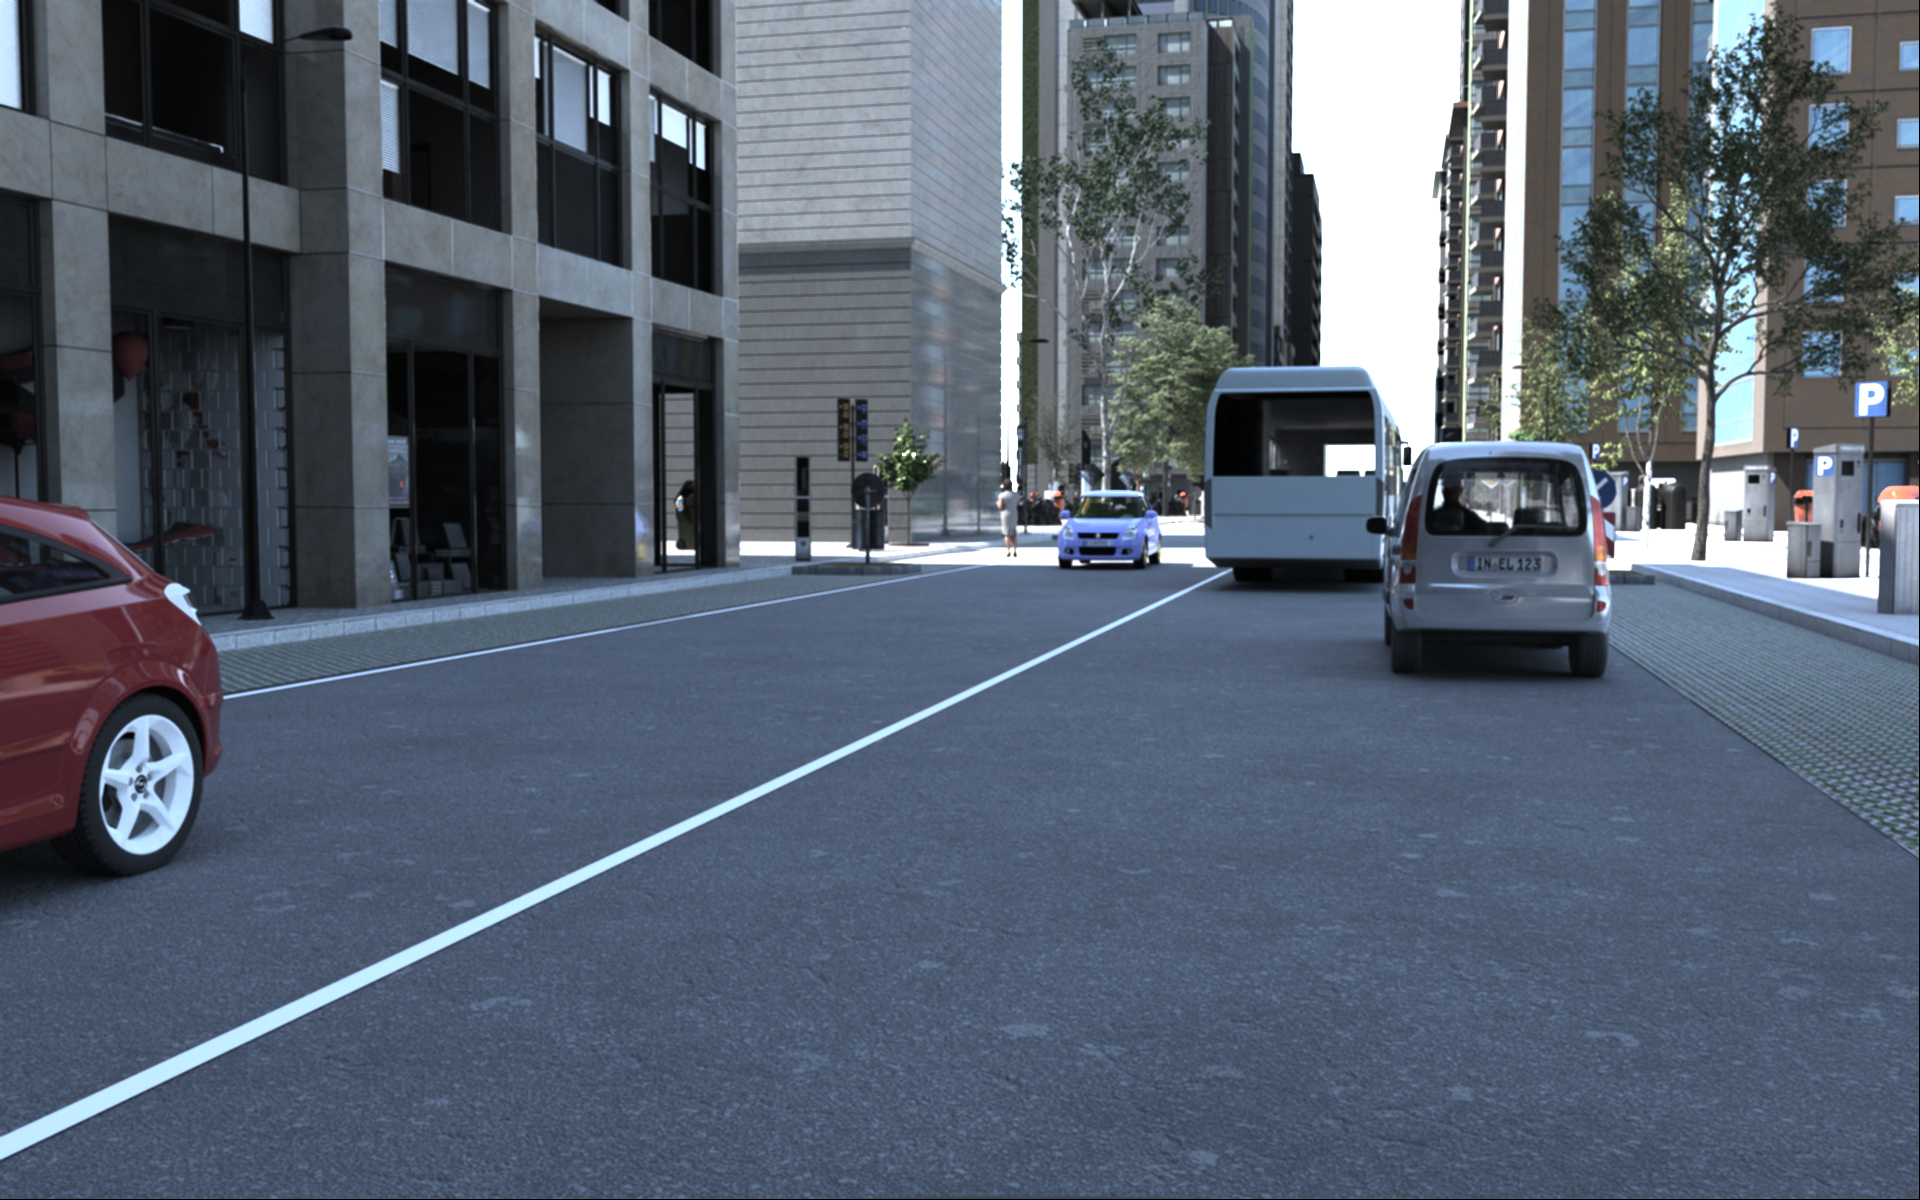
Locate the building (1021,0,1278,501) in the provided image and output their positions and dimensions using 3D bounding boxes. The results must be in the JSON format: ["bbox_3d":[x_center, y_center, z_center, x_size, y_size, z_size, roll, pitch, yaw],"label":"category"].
[{"bbox_3d":[18.655,-38.158,165.876,21.231,58.520,28.212,1,4,14],"label":"building"}]

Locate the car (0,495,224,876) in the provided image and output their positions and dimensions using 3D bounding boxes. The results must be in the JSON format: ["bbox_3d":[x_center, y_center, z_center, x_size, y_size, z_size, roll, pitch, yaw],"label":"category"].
[{"bbox_3d":[-4.235,0.229,5.301,2.155,1.783,4.494,1,4,13],"label":"car"}]

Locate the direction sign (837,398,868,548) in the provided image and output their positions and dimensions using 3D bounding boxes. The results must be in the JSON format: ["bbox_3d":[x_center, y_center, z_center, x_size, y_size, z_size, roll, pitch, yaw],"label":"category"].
[{"bbox_3d":[-2.558,-3.017,41.327,0.876,3.537,0.379,-3,5,-41],"label":"direction sign"}]

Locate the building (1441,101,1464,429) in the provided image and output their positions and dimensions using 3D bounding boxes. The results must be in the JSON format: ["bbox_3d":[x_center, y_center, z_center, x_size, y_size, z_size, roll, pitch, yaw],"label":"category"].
[{"bbox_3d":[64.392,-32.681,188.963,22.147,44.769,28.867,1,4,14],"label":"building"}]

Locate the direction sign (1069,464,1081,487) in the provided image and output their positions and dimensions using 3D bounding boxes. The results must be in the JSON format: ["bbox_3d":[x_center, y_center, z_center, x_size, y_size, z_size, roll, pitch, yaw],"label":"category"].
[{"bbox_3d":[8.628,-8.434,129.885,0.876,3.537,0.379,0,4,7],"label":"direction sign"}]

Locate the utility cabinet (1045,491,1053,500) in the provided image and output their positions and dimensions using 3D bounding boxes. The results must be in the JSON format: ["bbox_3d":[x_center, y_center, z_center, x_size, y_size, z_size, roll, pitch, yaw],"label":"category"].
[{"bbox_3d":[6.858,-7.384,129.407,0.318,1.500,1.173,-3,5,-44],"label":"utility cabinet"}]

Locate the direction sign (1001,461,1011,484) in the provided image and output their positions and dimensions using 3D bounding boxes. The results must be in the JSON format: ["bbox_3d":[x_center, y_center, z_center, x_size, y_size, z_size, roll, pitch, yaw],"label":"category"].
[{"bbox_3d":[3.104,-7.748,118.676,0.379,3.537,0.876,2,4,33],"label":"direction sign"}]

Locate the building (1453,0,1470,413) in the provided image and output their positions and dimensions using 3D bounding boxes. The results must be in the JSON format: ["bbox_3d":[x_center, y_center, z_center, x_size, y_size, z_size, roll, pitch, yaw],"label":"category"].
[{"bbox_3d":[71.709,-47.821,220.117,20.563,71.187,20.611,1,4,14],"label":"building"}]

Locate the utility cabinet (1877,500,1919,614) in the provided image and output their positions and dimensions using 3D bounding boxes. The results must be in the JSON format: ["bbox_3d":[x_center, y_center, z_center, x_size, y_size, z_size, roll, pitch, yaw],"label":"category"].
[{"bbox_3d":[10.426,-0.454,18.584,1.020,1.237,0.306,0,4,-5],"label":"utility cabinet"}]

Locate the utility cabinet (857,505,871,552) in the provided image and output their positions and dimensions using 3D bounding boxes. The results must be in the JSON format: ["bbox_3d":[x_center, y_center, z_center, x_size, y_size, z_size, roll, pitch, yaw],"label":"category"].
[{"bbox_3d":[-2.164,-1.692,38.831,0.306,1.237,1.020,0,4,-5],"label":"utility cabinet"}]

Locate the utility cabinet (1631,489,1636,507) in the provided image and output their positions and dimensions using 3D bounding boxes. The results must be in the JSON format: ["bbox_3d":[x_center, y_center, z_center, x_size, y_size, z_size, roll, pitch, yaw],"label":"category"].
[{"bbox_3d":[28.931,-4.041,74.749,1.173,1.500,0.318,2,4,34],"label":"utility cabinet"}]

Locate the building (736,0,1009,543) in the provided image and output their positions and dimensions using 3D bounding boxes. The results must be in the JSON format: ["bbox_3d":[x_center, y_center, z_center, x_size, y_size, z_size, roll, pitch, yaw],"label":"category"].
[{"bbox_3d":[-14.226,-16.879,53.465,29.804,29.767,11.434,1,4,14],"label":"building"}]

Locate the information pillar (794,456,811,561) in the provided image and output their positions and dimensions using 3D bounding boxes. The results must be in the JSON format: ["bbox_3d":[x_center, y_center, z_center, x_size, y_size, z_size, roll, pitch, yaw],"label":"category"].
[{"bbox_3d":[-3.014,-1.757,33.221,0.304,2.012,0.304,0,4,-7],"label":"information pillar"}]

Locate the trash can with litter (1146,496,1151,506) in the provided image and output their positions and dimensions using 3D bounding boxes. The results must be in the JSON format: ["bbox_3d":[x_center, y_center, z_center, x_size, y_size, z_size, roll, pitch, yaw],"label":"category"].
[{"bbox_3d":[13.098,-6.694,120.838,0.624,1.170,1.055,2,4,30],"label":"trash can with litter"}]

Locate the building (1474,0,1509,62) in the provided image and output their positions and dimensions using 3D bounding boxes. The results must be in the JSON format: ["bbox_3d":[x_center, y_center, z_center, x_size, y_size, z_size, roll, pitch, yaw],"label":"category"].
[{"bbox_3d":[43.888,-27.780,108.821,22.147,44.769,28.867,1,4,14],"label":"building"}]

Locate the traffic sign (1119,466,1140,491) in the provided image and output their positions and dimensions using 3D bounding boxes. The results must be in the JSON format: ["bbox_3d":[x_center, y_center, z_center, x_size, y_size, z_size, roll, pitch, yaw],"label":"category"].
[{"bbox_3d":[6.149,-3.627,62.940,0.795,2.450,0.064,1,4,14],"label":"traffic sign"}]

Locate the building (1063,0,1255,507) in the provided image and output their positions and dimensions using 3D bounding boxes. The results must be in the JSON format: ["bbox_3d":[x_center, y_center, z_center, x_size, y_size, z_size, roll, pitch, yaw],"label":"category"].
[{"bbox_3d":[16.878,-28.226,145.085,14.154,41.232,14.086,1,4,14],"label":"building"}]

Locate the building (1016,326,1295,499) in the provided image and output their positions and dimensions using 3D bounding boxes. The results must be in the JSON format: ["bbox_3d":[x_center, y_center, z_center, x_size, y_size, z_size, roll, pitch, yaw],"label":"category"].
[{"bbox_3d":[22.842,-21.425,195.337,27.650,21.520,28.899,1,4,14],"label":"building"}]

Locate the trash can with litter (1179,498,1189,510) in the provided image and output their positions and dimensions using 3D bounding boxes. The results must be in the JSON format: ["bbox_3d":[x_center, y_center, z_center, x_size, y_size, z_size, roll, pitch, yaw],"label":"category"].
[{"bbox_3d":[17.677,-7.590,135.485,1.055,1.170,0.624,-1,4,-20],"label":"trash can with litter"}]

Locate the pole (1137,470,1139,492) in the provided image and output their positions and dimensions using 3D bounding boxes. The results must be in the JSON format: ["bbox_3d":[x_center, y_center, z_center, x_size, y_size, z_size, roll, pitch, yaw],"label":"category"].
[{"bbox_3d":[12.232,-7.659,119.069,0.158,3.312,0.155,0,3,0],"label":"pole"}]

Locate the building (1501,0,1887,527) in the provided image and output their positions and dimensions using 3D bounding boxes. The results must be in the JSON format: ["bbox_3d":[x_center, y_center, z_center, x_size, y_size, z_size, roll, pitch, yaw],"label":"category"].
[{"bbox_3d":[33.303,-26.358,81.057,14.600,45.320,14.200,1,4,14],"label":"building"}]

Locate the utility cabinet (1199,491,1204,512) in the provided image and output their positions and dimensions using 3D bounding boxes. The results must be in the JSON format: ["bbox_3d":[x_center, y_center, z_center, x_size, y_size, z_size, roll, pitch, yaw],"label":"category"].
[{"bbox_3d":[17.805,-7.139,125.401,0.318,1.500,1.173,-3,5,-39],"label":"utility cabinet"}]

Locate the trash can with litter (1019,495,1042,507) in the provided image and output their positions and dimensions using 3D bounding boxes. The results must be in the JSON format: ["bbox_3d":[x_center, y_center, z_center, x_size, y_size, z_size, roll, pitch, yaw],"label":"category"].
[{"bbox_3d":[4.131,-5.527,101.431,2.233,1.210,1.678,0,4,4],"label":"trash can with litter"}]

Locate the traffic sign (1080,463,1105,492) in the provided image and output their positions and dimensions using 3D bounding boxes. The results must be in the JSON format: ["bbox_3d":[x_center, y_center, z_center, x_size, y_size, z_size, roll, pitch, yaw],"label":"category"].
[{"bbox_3d":[4.216,-3.153,55.191,0.795,2.450,0.064,1,4,14],"label":"traffic sign"}]

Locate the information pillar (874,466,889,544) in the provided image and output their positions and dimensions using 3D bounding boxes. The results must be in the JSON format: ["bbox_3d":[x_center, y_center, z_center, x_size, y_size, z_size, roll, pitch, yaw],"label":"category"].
[{"bbox_3d":[-2.032,-2.464,44.770,0.304,2.012,0.304,-2,4,-25],"label":"information pillar"}]

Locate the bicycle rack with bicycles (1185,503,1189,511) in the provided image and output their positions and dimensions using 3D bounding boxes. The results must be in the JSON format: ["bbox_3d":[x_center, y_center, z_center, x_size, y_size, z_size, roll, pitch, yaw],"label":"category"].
[{"bbox_3d":[17.410,-7.080,129.146,2.925,0.926,2.852,0,4,-3],"label":"bicycle rack with bicycles"}]

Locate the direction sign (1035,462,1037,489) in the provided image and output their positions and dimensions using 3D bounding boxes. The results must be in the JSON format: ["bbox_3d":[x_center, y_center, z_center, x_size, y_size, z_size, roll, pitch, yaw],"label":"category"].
[{"bbox_3d":[5.411,-8.028,123.253,0.379,3.537,0.876,0,4,6],"label":"direction sign"}]

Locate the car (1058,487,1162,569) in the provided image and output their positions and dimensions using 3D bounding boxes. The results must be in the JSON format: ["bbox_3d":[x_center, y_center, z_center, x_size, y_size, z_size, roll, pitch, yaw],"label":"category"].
[{"bbox_3d":[3.001,-1.518,34.410,1.945,1.707,3.694,1,4,13],"label":"car"}]

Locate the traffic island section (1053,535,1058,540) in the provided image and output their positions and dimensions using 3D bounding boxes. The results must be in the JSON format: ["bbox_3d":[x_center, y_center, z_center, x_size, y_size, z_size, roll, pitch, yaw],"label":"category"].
[{"bbox_3d":[4.191,-2.017,55.259,2.009,0.180,2.903,1,4,14],"label":"traffic island section"}]

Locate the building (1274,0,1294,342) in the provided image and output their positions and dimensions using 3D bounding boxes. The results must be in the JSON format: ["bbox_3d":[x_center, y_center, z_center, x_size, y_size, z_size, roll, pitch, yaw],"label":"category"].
[{"bbox_3d":[35.481,-48.374,229.166,20.563,71.187,20.611,1,4,14],"label":"building"}]

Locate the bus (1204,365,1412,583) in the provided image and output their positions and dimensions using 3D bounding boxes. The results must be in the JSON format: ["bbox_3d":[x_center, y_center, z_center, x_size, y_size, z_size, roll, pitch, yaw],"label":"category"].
[{"bbox_3d":[6.570,-2.233,31.371,2.948,3.499,13.247,1,4,15],"label":"bus"}]

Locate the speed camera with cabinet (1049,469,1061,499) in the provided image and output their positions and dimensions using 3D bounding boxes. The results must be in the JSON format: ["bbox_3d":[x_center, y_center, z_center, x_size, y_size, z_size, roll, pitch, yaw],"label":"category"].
[{"bbox_3d":[7.043,-8.158,127.716,0.660,3.252,2.038,1,4,13],"label":"speed camera with cabinet"}]

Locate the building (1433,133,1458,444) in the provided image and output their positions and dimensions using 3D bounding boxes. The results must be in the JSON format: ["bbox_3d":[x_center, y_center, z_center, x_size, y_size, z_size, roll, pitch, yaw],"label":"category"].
[{"bbox_3d":[82.222,-39.974,242.808,28.713,52.752,27.495,1,4,14],"label":"building"}]

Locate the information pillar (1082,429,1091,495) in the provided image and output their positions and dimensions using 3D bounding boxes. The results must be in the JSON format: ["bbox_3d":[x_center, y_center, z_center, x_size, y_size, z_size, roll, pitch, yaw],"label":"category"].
[{"bbox_3d":[4.556,-4.364,62.712,0.183,3.616,0.504,2,4,35],"label":"information pillar"}]

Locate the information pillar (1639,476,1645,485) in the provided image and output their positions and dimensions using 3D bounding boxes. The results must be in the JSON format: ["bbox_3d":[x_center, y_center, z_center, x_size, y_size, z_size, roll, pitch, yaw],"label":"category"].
[{"bbox_3d":[27.333,-3.956,69.174,0.304,2.012,0.304,-1,4,-19],"label":"information pillar"}]

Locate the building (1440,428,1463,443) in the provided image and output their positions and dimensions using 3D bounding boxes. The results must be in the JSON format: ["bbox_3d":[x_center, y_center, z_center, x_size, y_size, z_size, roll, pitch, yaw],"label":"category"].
[{"bbox_3d":[56.534,-51.736,158.548,22.319,86.520,31.000,1,4,14],"label":"building"}]

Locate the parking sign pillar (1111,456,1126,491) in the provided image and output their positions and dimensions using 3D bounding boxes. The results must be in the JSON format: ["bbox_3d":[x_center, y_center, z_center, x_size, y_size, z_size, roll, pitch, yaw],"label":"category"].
[{"bbox_3d":[10.503,-7.836,116.583,1.447,3.967,1.447,0,4,0],"label":"parking sign pillar"}]

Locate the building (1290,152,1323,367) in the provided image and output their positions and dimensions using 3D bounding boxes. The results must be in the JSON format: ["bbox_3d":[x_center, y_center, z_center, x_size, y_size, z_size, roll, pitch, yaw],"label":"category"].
[{"bbox_3d":[40.492,-38.325,250.321,21.300,48.544,21.600,1,4,14],"label":"building"}]

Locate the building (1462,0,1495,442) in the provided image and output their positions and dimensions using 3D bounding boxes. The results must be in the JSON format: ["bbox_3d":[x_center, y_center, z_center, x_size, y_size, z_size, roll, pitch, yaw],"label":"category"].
[{"bbox_3d":[47.483,-27.781,137.816,14.154,41.232,14.086,1,4,14],"label":"building"}]

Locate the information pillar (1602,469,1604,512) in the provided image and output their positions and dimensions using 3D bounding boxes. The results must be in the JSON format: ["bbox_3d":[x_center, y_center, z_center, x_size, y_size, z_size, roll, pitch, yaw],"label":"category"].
[{"bbox_3d":[18.460,-2.789,50.095,0.304,2.012,0.304,2,4,28],"label":"information pillar"}]

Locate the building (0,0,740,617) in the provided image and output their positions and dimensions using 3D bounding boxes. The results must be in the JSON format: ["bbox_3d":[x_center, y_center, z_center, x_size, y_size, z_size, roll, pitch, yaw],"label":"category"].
[{"bbox_3d":[-17.336,-12.927,15.878,19.350,26.468,34.151,1,4,14],"label":"building"}]

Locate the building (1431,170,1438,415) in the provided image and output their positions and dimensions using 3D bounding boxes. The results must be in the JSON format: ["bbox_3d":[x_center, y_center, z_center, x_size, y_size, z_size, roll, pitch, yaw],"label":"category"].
[{"bbox_3d":[88.093,-41.614,269.630,28.713,52.752,27.495,1,4,14],"label":"building"}]

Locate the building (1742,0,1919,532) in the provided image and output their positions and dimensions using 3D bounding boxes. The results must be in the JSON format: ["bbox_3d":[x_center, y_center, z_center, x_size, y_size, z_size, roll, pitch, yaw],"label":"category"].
[{"bbox_3d":[35.796,-25.222,62.490,14.200,45.320,14.600,1,4,14],"label":"building"}]
